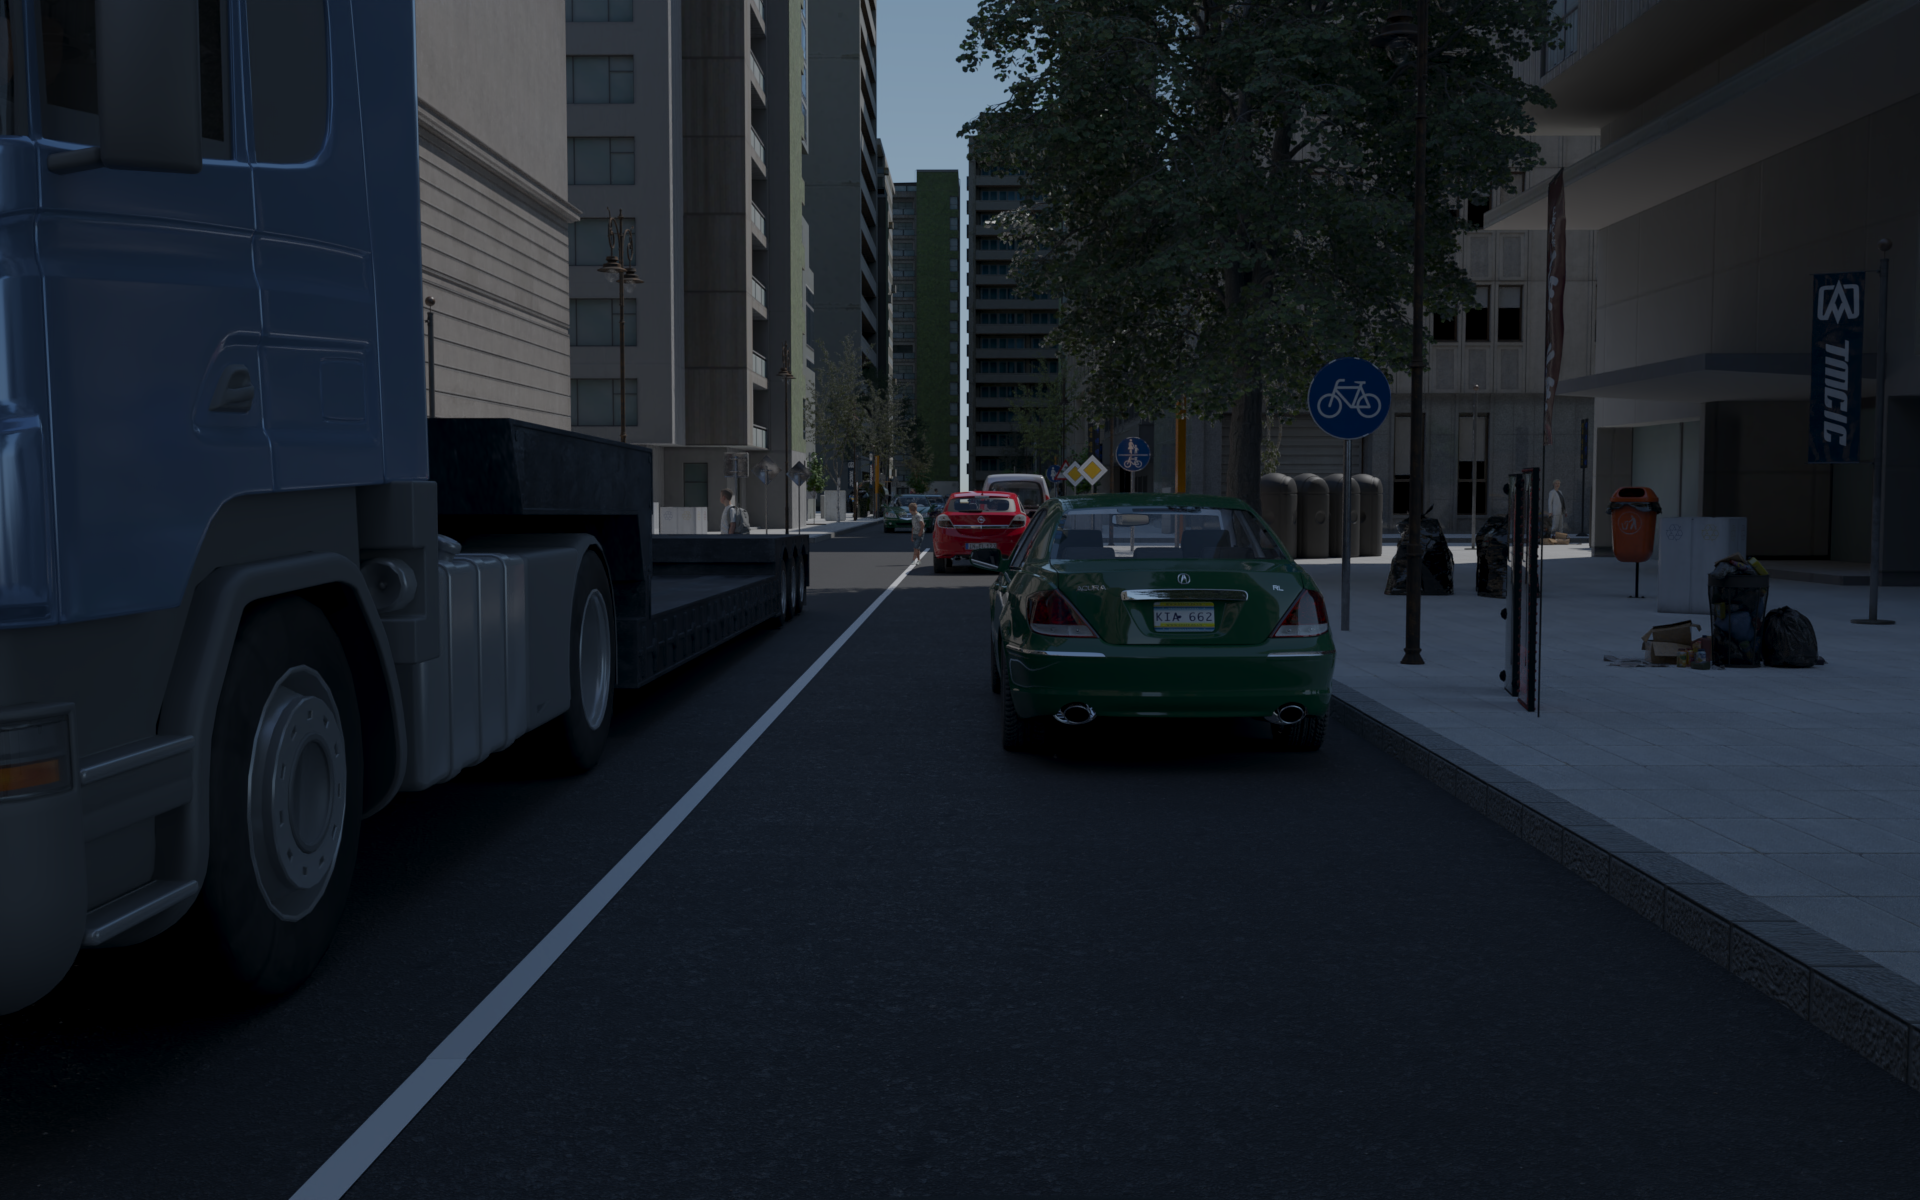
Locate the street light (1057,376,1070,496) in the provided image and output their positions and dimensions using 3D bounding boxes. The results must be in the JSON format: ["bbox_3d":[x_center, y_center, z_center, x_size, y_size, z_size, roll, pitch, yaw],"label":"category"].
[{"bbox_3d":[4.070,-5.821,67.959,0.468,5.910,1.993,0,4,1],"label":"street light"}]

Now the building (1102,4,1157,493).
[{"bbox_3d":[14.562,-17.578,80.916,14.314,27.812,24.014,0,4,1],"label":"building"}]

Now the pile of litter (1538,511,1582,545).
[{"bbox_3d":[14.932,-1.831,43.903,1.719,0.858,1.176,1,4,12],"label":"pile of litter"}]

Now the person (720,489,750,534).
[{"bbox_3d":[-3.331,-0.855,25.079,0.503,1.515,0.523,3,5,43],"label":"person"}]

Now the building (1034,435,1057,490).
[{"bbox_3d":[19.522,-53.221,182.837,22.319,86.520,31.000,0,4,1],"label":"building"}]

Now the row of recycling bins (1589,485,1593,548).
[{"bbox_3d":[15.343,-1.999,39.802,1.069,1.692,3.534,0,4,2],"label":"row of recycling bins"}]

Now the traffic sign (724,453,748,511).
[{"bbox_3d":[-5.517,-2.479,42.662,0.606,2.300,0.079,0,4,5],"label":"traffic sign"}]

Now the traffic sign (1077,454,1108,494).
[{"bbox_3d":[3.362,-2.471,44.044,0.795,2.450,0.064,0,4,1],"label":"traffic sign"}]

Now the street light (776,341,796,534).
[{"bbox_3d":[-5.241,-4.864,52.321,0.468,5.910,1.993,0,4,1],"label":"street light"}]

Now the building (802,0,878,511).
[{"bbox_3d":[-17.835,-31.426,137.514,21.300,48.544,21.600,0,4,1],"label":"building"}]

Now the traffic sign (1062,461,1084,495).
[{"bbox_3d":[3.455,-2.959,52.029,0.795,2.450,0.064,0,4,1],"label":"traffic sign"}]

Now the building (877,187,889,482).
[{"bbox_3d":[-13.779,-23.520,156.250,14.160,30.474,14.107,0,4,1],"label":"building"}]

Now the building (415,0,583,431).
[{"bbox_3d":[-20.673,-11.763,34.132,24.055,21.916,13.314,0,4,1],"label":"building"}]

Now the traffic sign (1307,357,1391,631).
[{"bbox_3d":[3.621,-0.984,16.199,0.768,2.556,0.104,0,4,4],"label":"traffic sign"}]

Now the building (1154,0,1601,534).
[{"bbox_3d":[17.369,-14.819,60.316,19.932,24.808,12.078,0,4,1],"label":"building"}]

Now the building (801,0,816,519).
[{"bbox_3d":[-18.799,-47.837,94.814,22.319,86.520,31.000,0,4,1],"label":"building"}]

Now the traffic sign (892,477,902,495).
[{"bbox_3d":[-4.680,-7.727,126.342,0.884,2.594,0.081,0,4,5],"label":"traffic sign"}]

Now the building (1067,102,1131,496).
[{"bbox_3d":[17.253,-18.681,109.956,19.350,26.468,34.151,0,4,1],"label":"building"}]

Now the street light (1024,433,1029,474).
[{"bbox_3d":[4.871,-9.417,126.759,0.468,5.910,1.993,0,4,1],"label":"street light"}]

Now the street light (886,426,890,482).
[{"bbox_3d":[-4.576,-8.477,111.379,0.468,5.910,1.993,0,4,1],"label":"street light"}]

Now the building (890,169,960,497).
[{"bbox_3d":[-6.962,-32.852,220.720,14.086,41.232,14.154,0,4,1],"label":"building"}]

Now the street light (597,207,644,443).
[{"bbox_3d":[-5.496,-3.391,28.226,0.468,5.910,1.993,0,4,1],"label":"street light"}]

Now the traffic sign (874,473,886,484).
[{"bbox_3d":[-4.795,-6.292,102.975,0.768,2.556,0.104,0,4,5],"label":"traffic sign"}]

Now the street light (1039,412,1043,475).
[{"bbox_3d":[4.497,-7.612,97.249,0.468,5.910,1.993,0,4,1],"label":"street light"}]

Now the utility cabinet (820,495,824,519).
[{"bbox_3d":[-6.808,-4.838,90.265,0.306,1.237,1.020,3,5,41],"label":"utility cabinet"}]

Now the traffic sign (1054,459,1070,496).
[{"bbox_3d":[3.957,-3.963,64.798,0.884,2.594,0.081,0,4,8],"label":"traffic sign"}]

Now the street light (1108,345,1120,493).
[{"bbox_3d":[3.751,-4.282,42.800,0.468,5.910,1.993,0,4,1],"label":"street light"}]

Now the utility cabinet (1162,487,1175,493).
[{"bbox_3d":[6.820,-2.926,56.513,0.318,1.500,1.173,1,4,17],"label":"utility cabinet"}]

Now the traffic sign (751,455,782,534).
[{"bbox_3d":[-4.931,-2.478,44.161,0.795,2.450,0.064,0,4,1],"label":"traffic sign"}]

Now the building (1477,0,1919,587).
[{"bbox_3d":[23.847,-26.437,21.484,28.713,52.752,27.495,0,4,1],"label":"building"}]

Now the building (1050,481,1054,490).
[{"bbox_3d":[18.865,-43.948,156.801,20.563,71.187,20.611,0,4,1],"label":"building"}]

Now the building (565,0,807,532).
[{"bbox_3d":[-13.200,-23.068,60.764,14.154,41.232,14.086,0,4,1],"label":"building"}]

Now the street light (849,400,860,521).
[{"bbox_3d":[-4.999,-6.685,82.089,0.468,5.910,1.993,0,4,1],"label":"street light"}]

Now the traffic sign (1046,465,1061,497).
[{"bbox_3d":[4.163,-4.629,75.784,0.768,2.556,0.104,0,4,5],"label":"traffic sign"}]

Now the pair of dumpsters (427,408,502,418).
[{"bbox_3d":[-5.740,-0.965,18.269,1.574,2.255,4.437,0,4,1],"label":"pair of dumpsters"}]

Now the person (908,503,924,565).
[{"bbox_3d":[-0.877,-1.331,34.945,0.352,1.250,0.332,1,4,8],"label":"person"}]

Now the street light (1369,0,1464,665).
[{"bbox_3d":[3.420,-2.454,12.912,0.468,5.910,1.993,0,4,1],"label":"street light"}]

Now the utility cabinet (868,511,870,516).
[{"bbox_3d":[-5.778,-5.638,103.342,0.306,1.237,1.020,2,4,30],"label":"utility cabinet"}]

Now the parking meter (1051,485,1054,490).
[{"bbox_3d":[5.897,-6.288,108.524,0.399,1.863,0.255,-3,5,-42],"label":"parking meter"}]

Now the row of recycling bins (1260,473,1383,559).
[{"bbox_3d":[7.289,-1.702,34.945,3.534,1.692,1.069,-3,4,-39],"label":"row of recycling bins"}]

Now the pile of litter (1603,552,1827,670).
[{"bbox_3d":[5.720,0.052,13.117,1.719,0.858,1.176,1,4,10],"label":"pile of litter"}]

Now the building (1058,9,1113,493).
[{"bbox_3d":[14.964,-27.942,140.444,14.154,41.232,14.086,0,4,1],"label":"building"}]

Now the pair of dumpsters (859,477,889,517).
[{"bbox_3d":[-4.836,-5.759,96.651,1.574,2.255,4.437,0,4,0],"label":"pair of dumpsters"}]

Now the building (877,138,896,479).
[{"bbox_3d":[-19.045,-30.117,184.297,23.993,40.220,32.217,0,4,1],"label":"building"}]

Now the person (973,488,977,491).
[{"bbox_3d":[0.673,-4.739,86.818,0.643,1.720,0.563,2,4,32],"label":"person"}]

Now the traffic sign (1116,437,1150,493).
[{"bbox_3d":[3.852,-2.357,38.642,0.768,2.556,0.104,0,4,2],"label":"traffic sign"}]

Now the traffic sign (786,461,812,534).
[{"bbox_3d":[-4.838,-2.967,52.145,0.795,2.450,0.064,0,4,1],"label":"traffic sign"}]

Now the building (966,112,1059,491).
[{"bbox_3d":[11.661,-36.666,223.183,21.600,48.544,21.300,0,4,1],"label":"building"}]

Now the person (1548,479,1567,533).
[{"bbox_3d":[16.280,-2.390,47.454,0.818,1.842,0.514,2,4,28],"label":"person"}]
